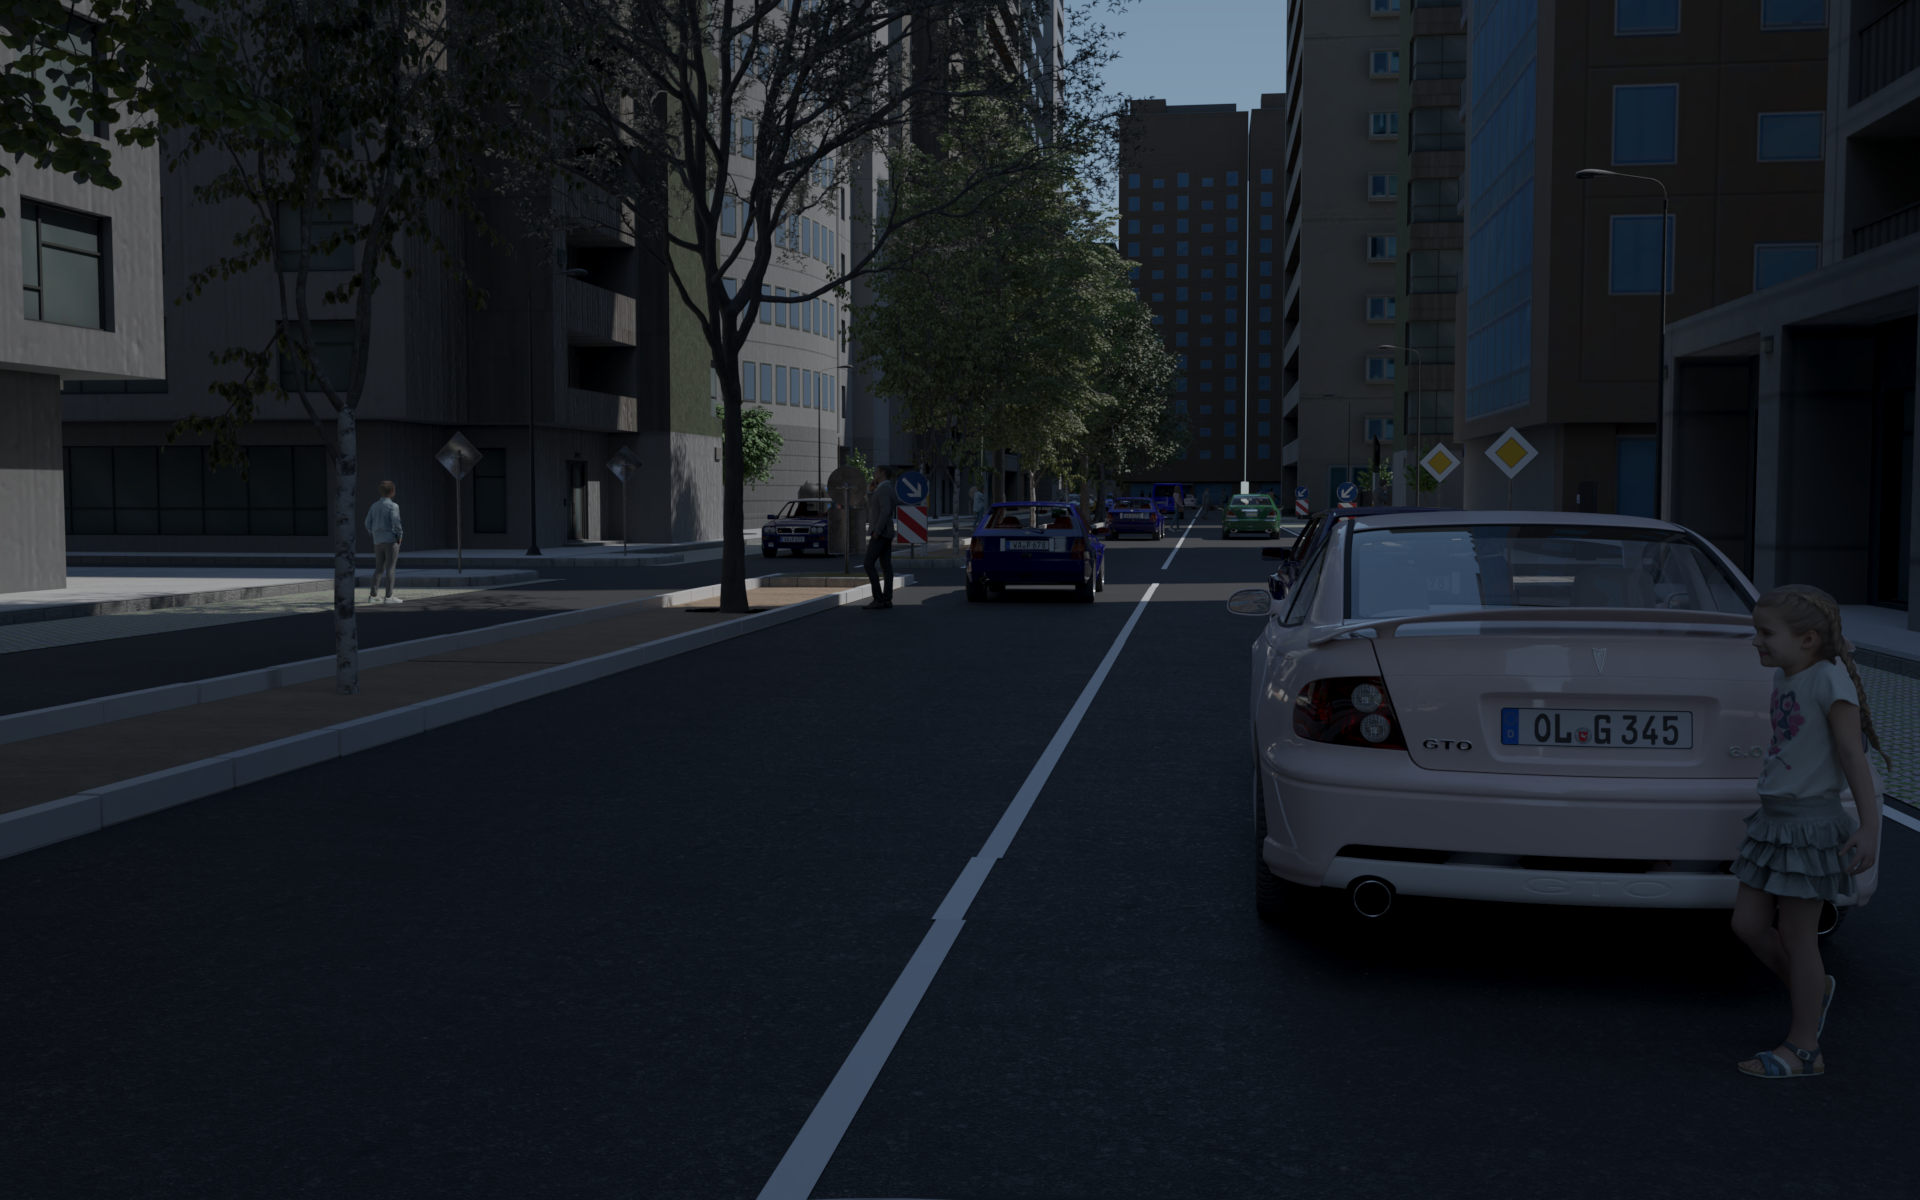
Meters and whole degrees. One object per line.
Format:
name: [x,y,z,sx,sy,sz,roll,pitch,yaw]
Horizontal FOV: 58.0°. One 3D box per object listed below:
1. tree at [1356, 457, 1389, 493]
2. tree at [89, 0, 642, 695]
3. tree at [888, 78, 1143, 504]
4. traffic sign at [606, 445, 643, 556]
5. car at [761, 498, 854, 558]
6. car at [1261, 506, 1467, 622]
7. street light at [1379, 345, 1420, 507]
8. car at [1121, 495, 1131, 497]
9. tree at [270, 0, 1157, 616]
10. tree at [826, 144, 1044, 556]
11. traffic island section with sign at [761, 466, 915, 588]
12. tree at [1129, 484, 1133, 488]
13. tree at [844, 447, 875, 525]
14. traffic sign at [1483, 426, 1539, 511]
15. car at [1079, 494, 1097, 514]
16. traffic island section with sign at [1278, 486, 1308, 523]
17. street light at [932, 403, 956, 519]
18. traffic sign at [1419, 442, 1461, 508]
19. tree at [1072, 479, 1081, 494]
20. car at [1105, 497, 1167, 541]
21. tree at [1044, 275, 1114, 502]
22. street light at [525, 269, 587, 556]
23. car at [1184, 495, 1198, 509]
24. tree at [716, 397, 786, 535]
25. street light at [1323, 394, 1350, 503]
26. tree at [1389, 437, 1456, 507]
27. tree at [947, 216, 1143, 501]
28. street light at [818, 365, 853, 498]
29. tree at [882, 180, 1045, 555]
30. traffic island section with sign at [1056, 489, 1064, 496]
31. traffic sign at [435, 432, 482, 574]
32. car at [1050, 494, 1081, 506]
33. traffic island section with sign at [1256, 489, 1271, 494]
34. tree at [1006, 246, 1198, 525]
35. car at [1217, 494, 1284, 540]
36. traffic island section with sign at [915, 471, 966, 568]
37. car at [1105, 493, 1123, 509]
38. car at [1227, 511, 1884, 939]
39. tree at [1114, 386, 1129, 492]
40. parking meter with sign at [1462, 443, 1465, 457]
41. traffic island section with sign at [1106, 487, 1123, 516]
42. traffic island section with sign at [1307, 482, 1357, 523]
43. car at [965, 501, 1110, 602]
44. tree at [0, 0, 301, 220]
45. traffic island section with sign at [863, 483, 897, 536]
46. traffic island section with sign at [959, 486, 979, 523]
tree: [18.755,-5.133,78.531,1.663,3.219,1.824,0,3,0]
tree: [-4.351,-3.640,12.332,4.360,8.622,3.978,0,3,0]
tree: [0.986,-7.713,46.687,7.486,12.596,7.792,0,3,0]
traffic sign: [-6.925,-1.966,35.785,0.795,2.450,0.064,1,4,8]
car: [-3.413,-1.700,40.381,1.945,1.354,3.894,1,4,9]
car: [3.575,-0.132,14.733,1.945,1.354,3.894,0,4,7]
street light: [13.772,-4.994,54.192,1.470,5.913,1.316,1,4,8]
car: [16.627,-9.933,174.981,1.945,1.354,3.894,0,4,7]
tree: [-2.710,-6.573,20.302,12.009,13.543,11.850,0,3,0]
tree: [-0.745,-5.074,35.775,4.737,8.622,4.395,0,3,0]
traffic island section with sign: [-1.913,-1.172,27.296,2.006,1.907,1.989,1,4,8]
tree: [7.881,-8.679,94.727,4.737,8.622,4.395,0,3,0]
tree: [-4.349,-4.676,71.056,1.663,3.219,1.824,0,3,0]
traffic sign: [8.109,-1.339,25.536,0.795,2.450,0.064,1,4,8]
car: [9.305,-7.199,127.932,2.015,1.641,3.980,1,4,10]
traffic island section with sign: [16.906,-4.757,86.400,1.989,1.847,2.006,1,4,8]
street light: [-0.737,-7.122,88.984,1.470,5.913,1.316,1,4,8]
traffic sign: [9.250,-1.822,33.439,0.795,2.450,0.064,1,4,8]
tree: [12.640,-11.778,187.165,1.663,3.219,1.824,0,3,0]
car: [5.519,-2.566,54.530,1.945,1.354,3.894,1,4,9]
tree: [2.258,-6.121,52.897,4.737,8.622,4.395,0,3,0]
street light: [-8.381,-3.879,35.965,1.470,5.913,1.316,1,4,8]
car: [21.297,-9.213,162.992,2.083,1.381,4.827,1,4,10]
tree: [-7.160,-4.350,54.842,4.285,4.588,4.351,0,3,0]
street light: [17.557,-6.611,80.633,1.470,5.913,1.316,1,4,8]
tree: [15.871,-3.953,59.231,1.663,3.219,1.824,0,3,0]
tree: [2.740,-8.177,61.910,9.928,11.665,9.643,0,3,0]
street light: [-4.548,-5.503,62.516,1.470,5.913,1.316,1,4,8]
tree: [-0.079,-5.355,40.367,4.360,8.622,3.978,0,3,0]
traffic island section with sign: [7.953,-7.839,136.793,1.989,1.847,2.006,1,4,8]
traffic sign: [-8.065,-1.483,27.882,0.795,2.450,0.064,1,4,8]
car: [6.545,-5.653,104.222,2.131,1.459,4.920,0,4,8]
traffic island section with sign: [23.858,-7.697,134.471,1.989,1.847,2.006,1,4,8]
tree: [5.615,-9.677,77.687,9.611,12.733,9.660,0,3,0]
car: [9.378,-2.697,55.900,2.131,1.459,4.920,1,4,9]
traffic island section with sign: [-0.845,-1.620,34.626,2.006,1.907,1.989,1,4,8]
car: [14.833,-9.631,167.056,1.945,1.707,3.694,1,4,9]
car: [2.134,0.324,7.066,2.083,1.381,4.827,1,4,9]
tree: [4.387,-7.162,69.926,4.737,8.622,4.395,0,3,0]
parking meter with sign: [16.968,-3.645,55.864,0.543,3.016,1.738,-1,4,-23]
traffic island section with sign: [9.877,-6.169,108.998,2.006,1.907,1.989,1,4,8]
traffic island section with sign: [12.867,-3.040,58.324,1.989,1.847,2.006,1,4,8]
car: [1.113,-0.720,24.346,1.945,1.354,3.894,0,4,7]
tree: [-4.771,-5.186,5.368,7.486,12.596,7.792,0,3,0]
traffic island section with sign: [-3.106,-3.152,60.156,1.989,1.847,2.006,1,4,8]
traffic island section with sign: [0.764,-4.795,87.025,1.989,1.847,2.006,1,4,8]
